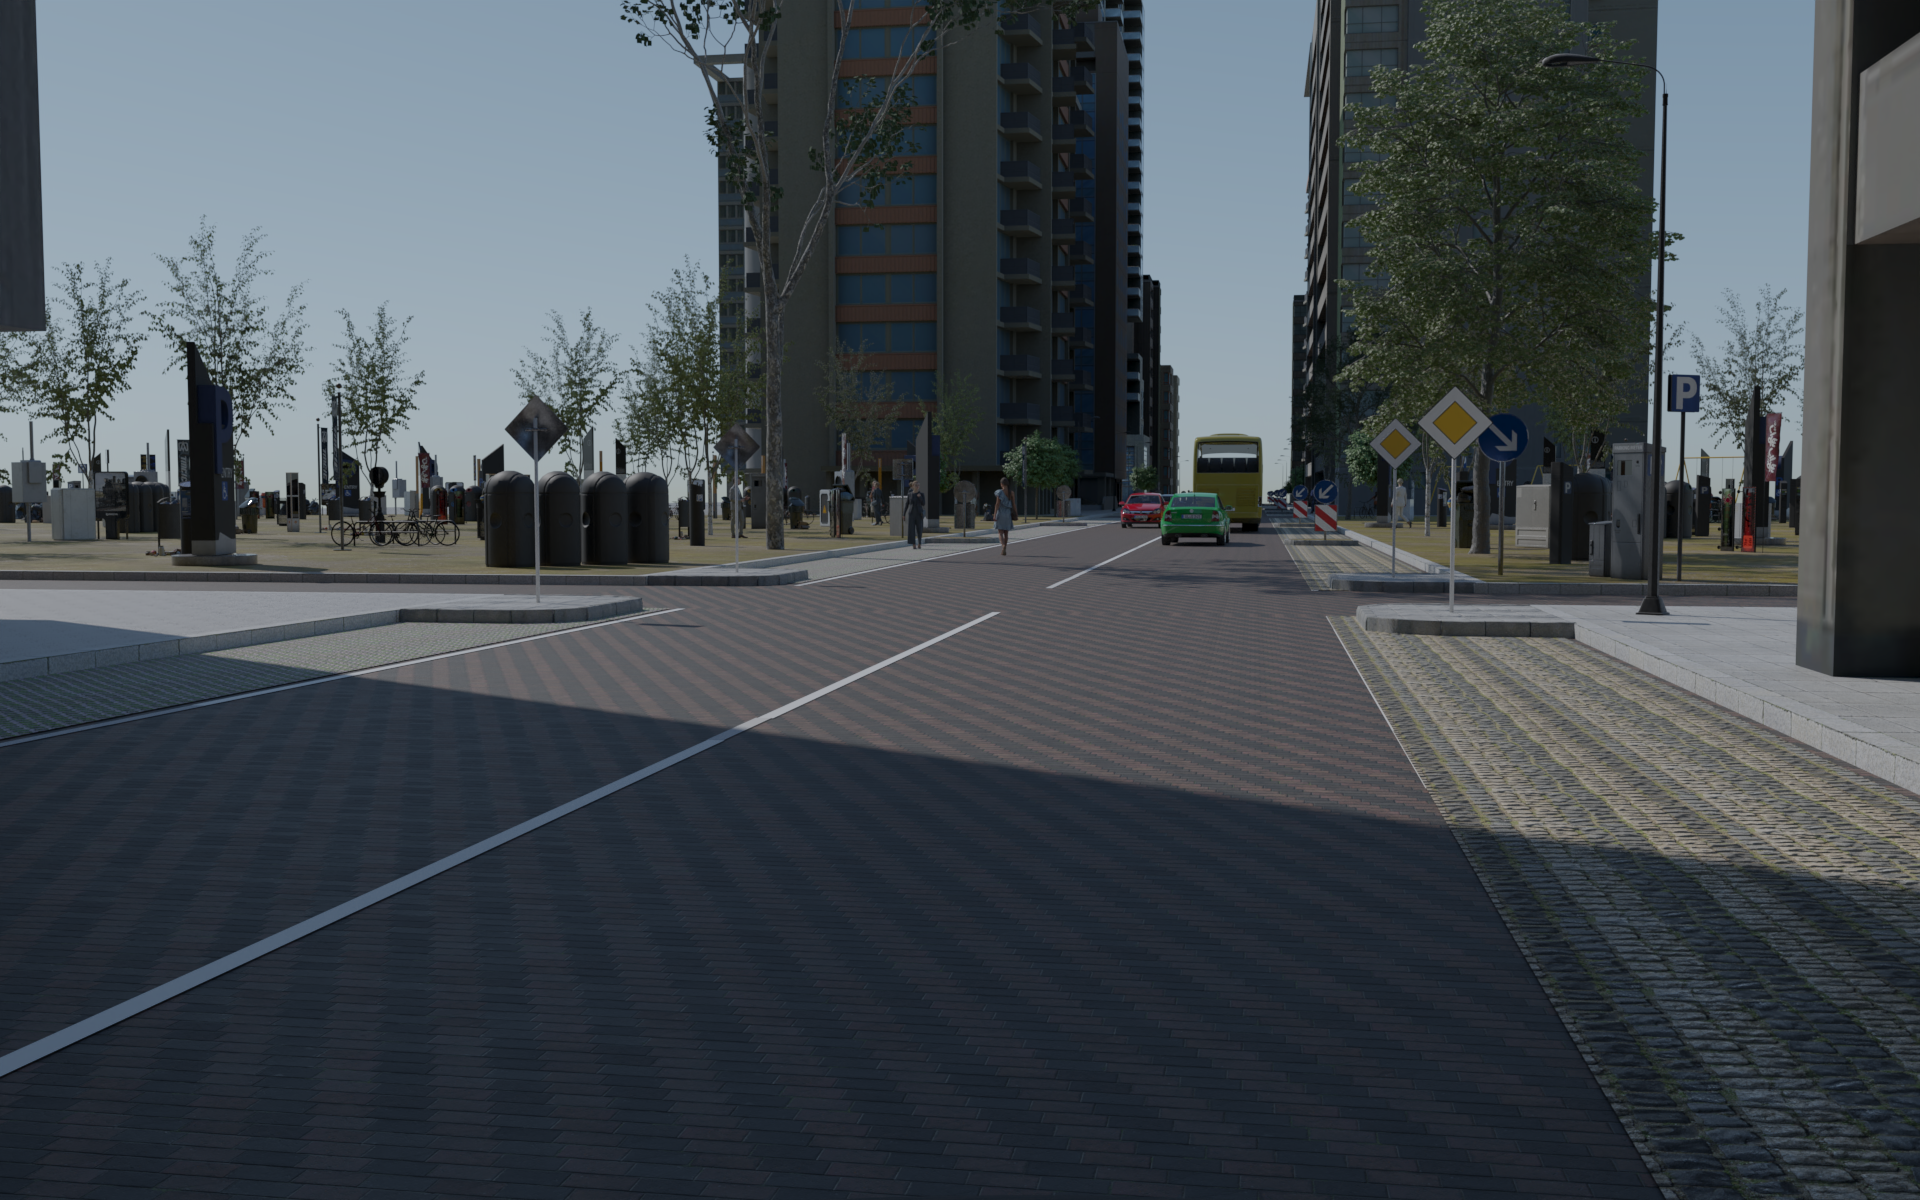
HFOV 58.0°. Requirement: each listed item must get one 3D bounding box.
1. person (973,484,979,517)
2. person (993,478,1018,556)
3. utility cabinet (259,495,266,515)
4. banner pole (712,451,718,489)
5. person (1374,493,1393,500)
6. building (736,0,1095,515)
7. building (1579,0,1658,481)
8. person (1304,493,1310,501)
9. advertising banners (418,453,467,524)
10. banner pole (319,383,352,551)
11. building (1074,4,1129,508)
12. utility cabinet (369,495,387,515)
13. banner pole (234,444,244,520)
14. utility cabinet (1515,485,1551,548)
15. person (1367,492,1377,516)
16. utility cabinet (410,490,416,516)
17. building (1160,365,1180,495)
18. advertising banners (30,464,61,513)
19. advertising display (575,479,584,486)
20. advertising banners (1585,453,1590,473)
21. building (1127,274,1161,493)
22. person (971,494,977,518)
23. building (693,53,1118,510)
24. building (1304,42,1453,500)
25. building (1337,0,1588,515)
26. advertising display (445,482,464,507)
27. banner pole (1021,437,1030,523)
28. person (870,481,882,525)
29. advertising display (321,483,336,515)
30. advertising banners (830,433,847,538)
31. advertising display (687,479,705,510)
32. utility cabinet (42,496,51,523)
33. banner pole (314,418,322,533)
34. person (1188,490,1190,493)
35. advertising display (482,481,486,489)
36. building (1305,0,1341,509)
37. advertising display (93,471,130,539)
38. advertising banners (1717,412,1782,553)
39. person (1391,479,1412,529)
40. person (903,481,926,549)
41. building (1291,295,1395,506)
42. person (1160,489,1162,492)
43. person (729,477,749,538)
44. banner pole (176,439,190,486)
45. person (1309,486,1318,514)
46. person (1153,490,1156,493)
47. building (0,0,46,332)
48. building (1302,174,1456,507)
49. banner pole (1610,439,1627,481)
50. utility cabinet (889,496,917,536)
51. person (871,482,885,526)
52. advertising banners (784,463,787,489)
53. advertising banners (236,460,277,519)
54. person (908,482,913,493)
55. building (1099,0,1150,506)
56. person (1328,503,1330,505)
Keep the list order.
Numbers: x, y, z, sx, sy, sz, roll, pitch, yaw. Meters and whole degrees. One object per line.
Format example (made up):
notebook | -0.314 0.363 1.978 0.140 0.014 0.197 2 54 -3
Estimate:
person | 0.809 -5.562 96.951 0.822 1.834 0.622 -2 4 -35
person | 1.070 -1.936 40.243 0.616 1.811 0.778 0 4 -8
utility cabinet | -42.518 -5.779 105.642 1.020 1.237 0.306 -1 4 -14
banner pole | -14.247 -6.766 100.643 0.401 3.779 0.863 -2 4 -31
person | 24.700 -5.847 101.274 1.348 1.869 0.705 -2 4 -24
building | -2.544 -28.371 118.489 22.147 44.769 28.867 1 4 10
building | 37.260 -30.721 125.995 21.300 48.544 21.600 1 4 10
person | 30.365 -8.889 151.909 0.750 1.759 0.617 1 4 8
advertising banners | -21.844 -4.702 73.059 2.074 3.025 0.090 0 4 5
banner pole | -13.990 -2.992 38.944 0.401 3.779 0.863 0 4 -4
building | 8.370 -31.393 163.382 14.600 45.320 14.200 1 4 10
utility cabinet | -36.119 -5.887 107.411 1.020 1.237 0.306 -2 4 -33
banner pole | -36.461 -5.908 86.609 0.863 3.779 0.401 -1 4 -15
utility cabinet | 13.708 -1.987 41.168 0.318 1.500 1.173 -1 4 -21
person | 24.700 -5.719 102.815 1.065 1.426 0.557 2 4 30
utility cabinet | -30.610 -5.432 97.495 0.318 1.500 1.173 0 4 1
building | 16.915 -24.660 248.227 27.650 21.520 28.899 1 4 10
advertising banners | -53.082 -6.367 100.283 2.074 3.025 0.090 -3 5 -42
advertising display | -16.137 -4.193 73.768 0.974 1.923 0.123 3 5 39
advertising banners | 27.317 -4.751 73.869 2.074 3.025 0.090 -2 4 -31
building | 18.746 -27.778 225.873 14.160 30.474 14.107 1 4 10
person | 0.668 -4.941 91.114 0.394 1.301 0.425 2 4 27
building | -3.303 -27.745 145.516 32.217 40.220 23.993 1 4 10
building | 53.835 -37.173 197.011 28.713 52.752 27.495 1 4 10
building | 30.976 -26.028 109.154 14.154 41.232 14.086 1 4 10
advertising display | -26.973 -5.336 92.461 0.974 1.923 0.123 0 4 -1
banner pole | 2.825 -5.259 75.997 0.401 3.779 0.863 1 4 17
person | -3.507 -4.032 71.947 0.573 1.828 0.580 -2 4 -23
advertising display | -37.781 -6.028 103.773 0.974 1.923 0.123 0 4 1
advertising banners | -3.553 -3.325 50.547 0.090 3.025 2.074 -1 4 -16
advertising display | -11.467 -4.288 75.325 0.974 1.923 0.123 3 4 36
utility cabinet | -39.554 -3.951 75.764 1.020 1.237 0.306 0 4 -2
banner pole | -20.998 -4.101 57.067 0.401 3.779 0.863 0 4 8
person | 16.748 -7.208 127.068 1.217 1.735 0.721 2 4 25
advertising display | -23.486 -5.000 86.959 0.974 1.923 0.123 -3 5 -41
building | 43.498 -32.870 161.121 21.300 48.544 21.600 1 4 10
advertising display | -23.977 -2.676 48.959 0.974 1.923 0.123 0 4 5
advertising banners | 17.330 -2.559 38.019 0.090 3.025 2.074 -1 4 -10
person | 16.011 -3.481 62.834 0.818 1.842 0.514 2 4 35
person | -1.168 -2.194 44.798 0.576 1.772 0.534 -1 4 -16
building | 54.811 -29.213 249.325 14.160 30.474 14.107 1 4 10
person | 23.257 -11.900 200.578 0.705 1.831 1.348 1 4 11
person | -6.406 -2.692 50.260 0.583 1.804 0.606 1 4 10
banner pole | -31.107 -4.880 69.812 0.863 3.779 0.401 -3 5 -40
person | 23.242 -6.582 113.531 0.709 1.838 0.599 0 4 0
person | 21.579 -11.315 191.705 0.551 1.740 0.621 0 4 -2
building | -16.467 -14.780 13.362 14.107 30.474 14.160 1 4 10
building | 56.084 -34.910 225.405 22.147 44.769 28.867 1 4 10
banner pole | 29.780 -5.393 78.196 0.863 3.779 0.401 2 4 26
utility cabinet | -1.724 -2.557 52.974 0.306 1.237 1.020 -3 5 -43
person | -3.318 -3.922 70.582 0.534 1.772 0.576 1 4 11
advertising banners | -9.613 -6.210 97.715 0.090 3.025 2.074 1 4 10
advertising banners | -36.606 -5.732 89.910 2.074 3.025 0.090 -2 4 -34
person | -2.029 -3.960 71.207 0.534 1.772 0.576 -1 4 -9
building | 11.478 -54.411 202.284 22.319 86.520 31.000 1 4 10
person | 22.607 -6.117 106.717 0.551 1.740 0.621 0 4 -3
